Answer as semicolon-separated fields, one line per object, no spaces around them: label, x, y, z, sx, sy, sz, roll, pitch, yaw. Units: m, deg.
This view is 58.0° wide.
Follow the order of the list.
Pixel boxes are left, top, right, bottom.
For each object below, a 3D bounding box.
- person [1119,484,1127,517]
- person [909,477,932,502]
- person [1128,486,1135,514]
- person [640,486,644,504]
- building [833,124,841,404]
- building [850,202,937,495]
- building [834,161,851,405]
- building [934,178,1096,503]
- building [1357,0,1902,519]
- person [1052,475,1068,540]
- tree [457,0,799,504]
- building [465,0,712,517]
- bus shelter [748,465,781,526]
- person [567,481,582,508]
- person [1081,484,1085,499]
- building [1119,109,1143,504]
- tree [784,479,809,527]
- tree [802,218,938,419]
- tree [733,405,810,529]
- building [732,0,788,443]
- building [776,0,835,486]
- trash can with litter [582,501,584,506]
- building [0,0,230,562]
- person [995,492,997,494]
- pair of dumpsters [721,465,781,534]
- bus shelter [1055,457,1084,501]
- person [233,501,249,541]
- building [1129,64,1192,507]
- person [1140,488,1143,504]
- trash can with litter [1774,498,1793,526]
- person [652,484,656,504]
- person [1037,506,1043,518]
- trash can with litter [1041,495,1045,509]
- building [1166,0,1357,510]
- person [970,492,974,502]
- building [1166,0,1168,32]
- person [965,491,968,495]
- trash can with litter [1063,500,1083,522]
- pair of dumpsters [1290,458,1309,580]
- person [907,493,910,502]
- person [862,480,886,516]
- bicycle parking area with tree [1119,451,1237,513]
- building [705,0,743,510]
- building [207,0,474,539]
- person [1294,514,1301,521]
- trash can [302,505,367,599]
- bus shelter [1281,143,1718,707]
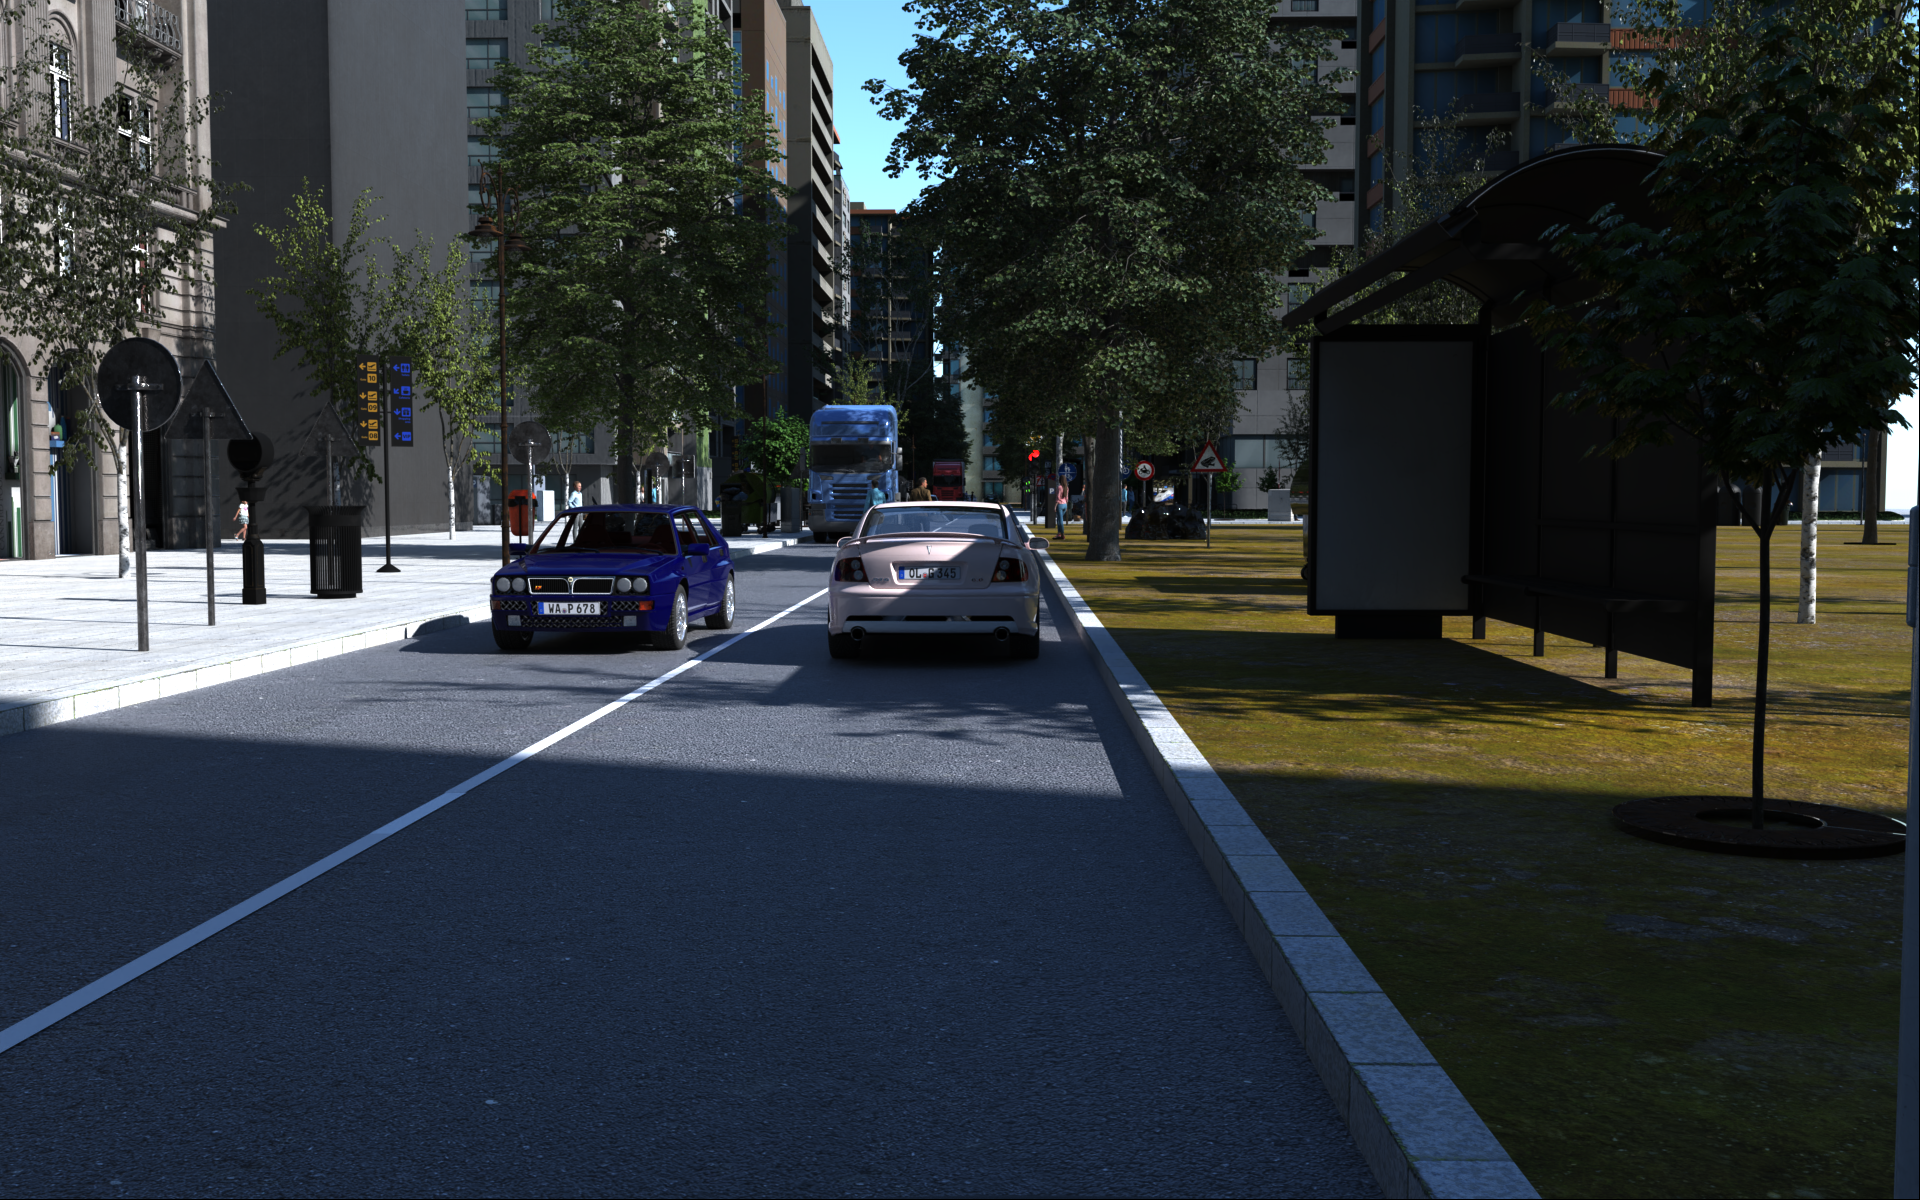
person;9.000;-5.506;96.093;0.620;1.820;0.660;-3;5;-39
person;-0.905;-2.062;42.118;0.656;1.842;0.836;-1;4;-14
person;10.991;-6.427;111.396;0.793;1.790;0.793;-1;4;-9
person;-14.107;-4.197;77.321;0.583;1.804;0.606;3;4;38
building;-24.958;-32.912;192.735;22.147;44.769;28.867;0;4;1
building;-18.215;-37.162;262.222;28.867;44.769;22.147;0;4;1
building;-20.781;-32.457;214.273;14.086;41.232;14.154;0;4;1
building;11.490;-39.232;261.055;30.456;49.044;23.786;0;4;1
building;35.825;-27.123;98.088;28.867;44.769;22.147;0;4;1
person;2.843;-2.604;48.628;0.388;1.821;0.555;2;4;29
tree;-7.089;-7.294;37.383;7.486;12.596;7.792;0;3;0
building;-22.344;-25.349;98.055;14.154;41.232;14.086;0;4;1
bus shelter;-7.640;-4.728;71.220;2.014;3.302;5.546;0;4;1
person;-9.597;-2.175;43.416;0.330;1.601;0.589;2;4;27
person;6.856;-5.350;93.702;0.592;1.802;0.473;2;4;29
building;29.893;-35.786;204.703;23.786;49.044;30.456;0;4;1
tree;-6.150;-4.432;67.065;1.663;3.219;1.824;0;3;0
tree;-4.595;-16.027;117.929;12.611;20.169;13.585;0;3;0
tree;-6.603;-4.898;63.796;4.285;4.588;4.351;0;3;0
building;-22.565;-30.489;148.610;14.600;45.320;14.200;0;4;1
building;-23.823;-33.254;167.398;21.300;48.544;21.600;0;4;1
trash can with litter;-18.428;-4.444;84.051;0.624;1.170;1.055;3;4;36
building;-23.897;-11.485;29.574;13.314;21.916;24.055;0;4;1
person;4.382;-12.637;215.844;0.721;1.736;1.217;1;4;19
pair of dumpsters;-6.864;-3.344;57.167;1.574;2.255;4.437;0;4;1
bus shelter;7.128;-7.429;112.744;1.731;3.624;6.357;0;4;1
person;-19.777;-2.245;47.759;0.382;1.210;0.505;0;4;7
building;28.730;-31.842;175.247;22.147;44.769;28.867;0;4;1
person;14.018;-7.770;133.419;0.374;1.781;0.599;0;4;6
trash can with litter;33.192;-3.606;70.353;1.055;1.170;0.624;0;4;-7
person;-15.331;-4.961;87.174;0.620;1.820;0.660;3;4;36
person;4.704;-5.391;94.402;1.509;1.804;0.699;-1;4;-18
trash can with litter;5.791;-6.827;122.673;1.678;1.210;2.233;0;3;0
building;30.789;-33.399;135.311;28.713;52.752;27.495;0;4;1
person;1.340;-11.758;201.560;0.721;1.723;1.217;0;4;-7
building;42.182;-57.823;258.084;31.000;86.520;22.319;0;4;1
person;0.933;-13.507;229.209;0.599;1.838;0.709;-3;5;-44
trash can with litter;5.226;-4.258;81.006;1.055;1.170;0.624;1;4;19
pair of dumpsters;5.653;-1.295;23.661;1.574;2.255;4.437;0;4;1
person;-2.778;-4.624;84.503;0.661;1.777;0.834;-1;4;-23
person;-2.280;-2.341;46.800;0.660;1.820;0.620;-3;4;-38
bicycle parking area with tree;13.995;-7.960;117.153;8.231;4.147;9.016;-1;4;-21
building;-24.765;-41.851;122.508;20.563;71.187;20.611;0;4;1
building;-29.237;-16.017;55.378;24.014;27.812;14.314;0;4;1
person;16.045;-4.692;82.937;0.590;1.801;0.661;2;4;34
trash can;-7.707;-0.595;21.384;0.748;1.137;0.748;0;3;0
bus shelter;3.817;-1.154;12.794;2.014;3.302;5.546;0;4;1
